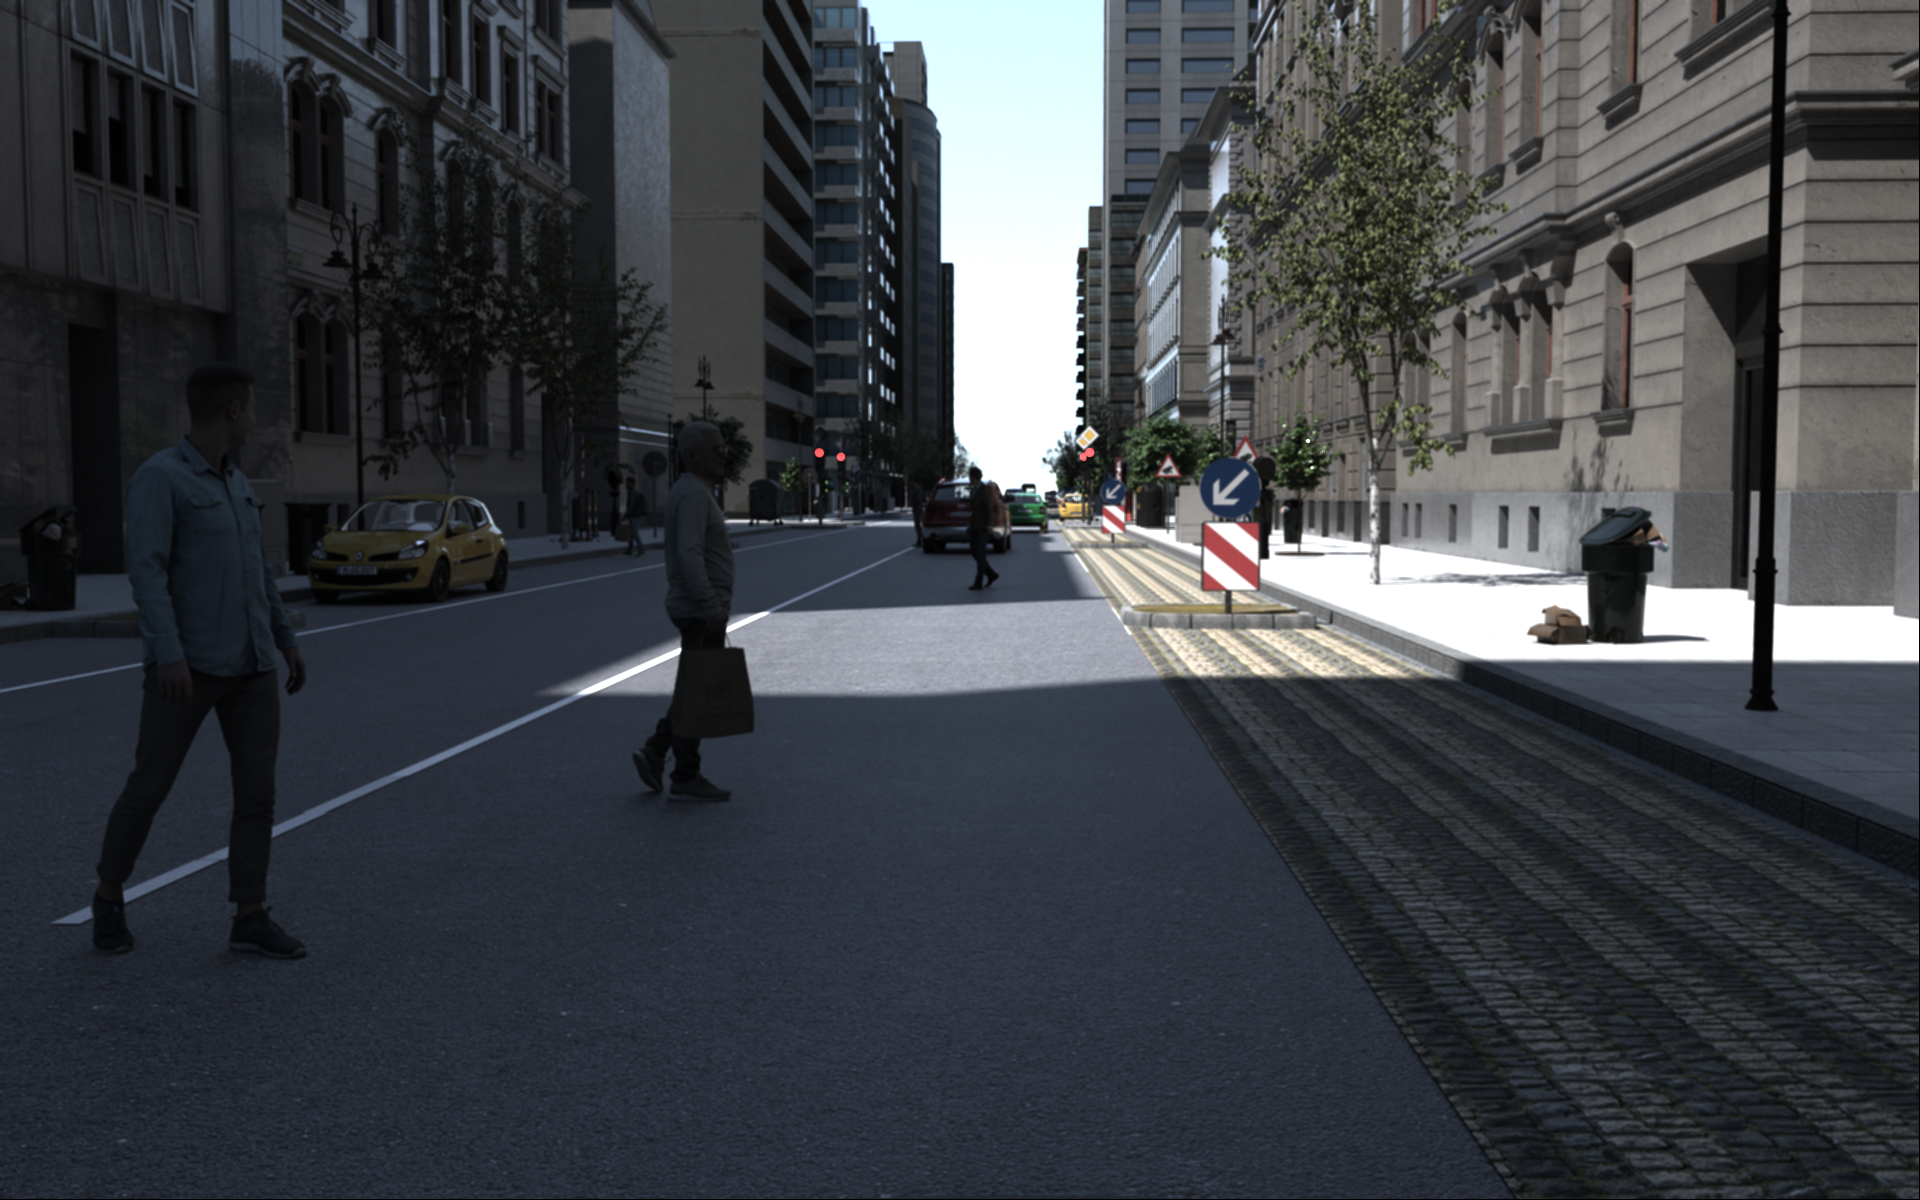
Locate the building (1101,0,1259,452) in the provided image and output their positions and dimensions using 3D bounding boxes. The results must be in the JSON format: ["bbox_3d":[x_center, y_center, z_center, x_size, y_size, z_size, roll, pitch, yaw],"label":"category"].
[{"bbox_3d":[26.099,-39.618,189.746,21.231,58.520,28.212,0,4,2],"label":"building"}]

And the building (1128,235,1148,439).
[{"bbox_3d":[20.595,-21.033,141.154,12.463,27.353,25.104,0,4,2],"label":"building"}]

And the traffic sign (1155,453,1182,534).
[{"bbox_3d":[6.655,-3.385,55.346,0.884,2.594,0.081,1,4,12],"label":"traffic sign"}]

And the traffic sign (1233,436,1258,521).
[{"bbox_3d":[6.345,-2.359,38.567,0.884,2.594,0.081,0,4,6],"label":"traffic sign"}]

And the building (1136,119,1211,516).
[{"bbox_3d":[20.465,-17.143,113.571,16.112,22.955,30.059,0,4,2],"label":"building"}]

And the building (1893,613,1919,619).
[{"bbox_3d":[15.576,-13.372,6.030,14.401,28.519,23.554,0,4,2],"label":"building"}]

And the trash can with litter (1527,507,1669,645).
[{"bbox_3d":[5.477,-0.214,14.885,1.055,1.170,0.624,-1,4,-18],"label":"trash can with litter"}]

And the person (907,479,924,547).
[{"bbox_3d":[-1.212,-2.368,47.016,0.447,1.846,0.655,0,4,1],"label":"person"}]

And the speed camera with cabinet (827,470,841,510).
[{"bbox_3d":[-10.487,-9.118,143.412,0.660,3.252,2.038,2,4,32],"label":"speed camera with cabinet"}]

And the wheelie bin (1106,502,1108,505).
[{"bbox_3d":[11.395,-7.771,134.972,0.693,1.594,0.980,3,5,43],"label":"wheelie bin"}]

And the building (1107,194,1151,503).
[{"bbox_3d":[21.381,-24.293,168.893,14.160,30.474,14.107,0,4,2],"label":"building"}]

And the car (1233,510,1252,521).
[{"bbox_3d":[13.495,-3.791,73.984,4.499,1.417,2.014,0,4,4],"label":"car"}]

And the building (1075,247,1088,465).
[{"bbox_3d":[31.017,-39.359,298.147,22.147,44.769,28.867,0,4,2],"label":"building"}]

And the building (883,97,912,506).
[{"bbox_3d":[-12.709,-33.183,192.656,14.600,45.320,14.200,0,4,2],"label":"building"}]

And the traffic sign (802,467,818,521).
[{"bbox_3d":[-7.080,-4.987,81.643,0.768,2.556,0.104,1,4,10],"label":"traffic sign"}]

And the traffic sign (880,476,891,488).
[{"bbox_3d":[-5.282,-7.514,122.953,0.768,2.556,0.104,0,4,7],"label":"traffic sign"}]

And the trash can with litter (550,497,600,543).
[{"bbox_3d":[-10.542,-2.175,46.613,1.678,1.210,2.233,1,4,8],"label":"trash can with litter"}]

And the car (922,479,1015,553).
[{"bbox_3d":[0.216,-2.133,43.545,2.281,1.827,5.304,0,4,4],"label":"car"}]

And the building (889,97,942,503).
[{"bbox_3d":[-13.964,-43.626,255.279,21.231,58.520,28.212,0,4,2],"label":"building"}]

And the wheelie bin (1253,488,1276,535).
[{"bbox_3d":[9.510,-2.835,54.268,0.693,1.594,0.980,1,4,17],"label":"wheelie bin"}]

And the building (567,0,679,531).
[{"bbox_3d":[-20.413,-13.153,64.204,18.267,20.994,9.793,0,4,2],"label":"building"}]

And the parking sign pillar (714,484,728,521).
[{"bbox_3d":[-11.909,-5.808,83.436,1.447,3.967,1.447,2,4,26],"label":"parking sign pillar"}]

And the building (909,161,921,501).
[{"bbox_3d":[-12.182,-32.012,206.983,14.154,41.232,14.086,0,4,2],"label":"building"}]

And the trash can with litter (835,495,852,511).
[{"bbox_3d":[-8.922,-7.179,128.432,2.233,1.210,1.678,-1,4,-15],"label":"trash can with litter"}]

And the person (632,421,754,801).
[{"bbox_3d":[-1.242,0.062,7.980,0.515,1.767,0.782,-1,4,-14],"label":"person"}]

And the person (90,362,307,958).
[{"bbox_3d":[-2.382,0.179,5.433,0.748,1.841,0.638,2,4,28],"label":"person"}]

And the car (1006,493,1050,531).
[{"bbox_3d":[2.452,-3.508,66.159,1.959,1.807,4.718,0,4,2],"label":"car"}]

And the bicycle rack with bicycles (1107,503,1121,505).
[{"bbox_3d":[10.807,-6.176,114.360,2.852,0.926,2.925,0,4,-5],"label":"bicycle rack with bicycles"}]

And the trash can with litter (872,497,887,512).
[{"bbox_3d":[-5.628,-6.764,121.986,1.055,1.170,0.624,-2,4,-24],"label":"trash can with litter"}]

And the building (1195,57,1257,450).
[{"bbox_3d":[22.098,-15.706,85.675,19.941,23.489,11.050,0,4,2],"label":"building"}]

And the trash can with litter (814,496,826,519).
[{"bbox_3d":[-7.193,-4.731,88.734,0.624,1.170,1.055,0,4,-6],"label":"trash can with litter"}]

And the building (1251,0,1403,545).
[{"bbox_3d":[16.543,-15.746,54.709,12.463,27.353,25.104,0,4,2],"label":"building"}]

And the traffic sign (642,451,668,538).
[{"bbox_3d":[-8.988,-3.113,51.006,0.768,2.556,0.104,0,4,3],"label":"traffic sign"}]

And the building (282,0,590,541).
[{"bbox_3d":[-19.065,-15.729,44.561,14.401,28.519,23.554,0,4,2],"label":"building"}]

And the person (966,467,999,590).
[{"bbox_3d":[0.305,-1.087,26.188,0.656,1.842,0.836,2,4,34],"label":"person"}]

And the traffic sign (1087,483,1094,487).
[{"bbox_3d":[10.095,-8.164,133.582,0.768,2.556,0.104,0,4,6],"label":"traffic sign"}]

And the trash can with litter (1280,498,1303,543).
[{"bbox_3d":[8.611,-2.066,45.173,0.624,1.170,1.055,0,4,5],"label":"trash can with litter"}]

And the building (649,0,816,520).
[{"bbox_3d":[-20.025,-28.895,96.134,21.300,48.544,21.600,0,4,2],"label":"building"}]

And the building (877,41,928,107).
[{"bbox_3d":[-13.462,-51.438,279.258,20.563,71.187,20.611,0,4,2],"label":"building"}]

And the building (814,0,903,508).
[{"bbox_3d":[-18.193,-33.692,170.468,23.786,49.044,30.456,0,4,2],"label":"building"}]

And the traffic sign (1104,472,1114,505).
[{"bbox_3d":[8.809,-6.205,101.554,0.768,2.556,0.104,1,4,10],"label":"traffic sign"}]

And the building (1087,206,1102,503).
[{"bbox_3d":[25.106,-34.460,247.011,14.154,41.232,14.086,0,4,2],"label":"building"}]

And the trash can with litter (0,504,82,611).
[{"bbox_3d":[-10.257,-0.470,19.072,1.055,1.170,0.624,0,4,6],"label":"trash can with litter"}]

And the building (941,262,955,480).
[{"bbox_3d":[-8.266,-37.557,297.643,14.154,41.232,14.086,0,4,2],"label":"building"}]

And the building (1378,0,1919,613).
[{"bbox_3d":[16.158,-14.826,29.791,14.401,28.519,23.554,0,4,2],"label":"building"}]

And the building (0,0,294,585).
[{"bbox_3d":[-19.196,-12.528,22.858,12.078,24.808,19.932,0,4,2],"label":"building"}]

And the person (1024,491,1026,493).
[{"bbox_3d":[6.554,-10.011,173.125,0.756,1.711,0.436,-1,4,-9],"label":"person"}]

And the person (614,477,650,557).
[{"bbox_3d":[-7.451,-1.885,39.297,0.713,1.824,0.794,1,4,18],"label":"person"}]

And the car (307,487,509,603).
[{"bbox_3d":[-7.635,-0.851,24.130,2.015,1.641,3.980,0,4,3],"label":"car"}]
